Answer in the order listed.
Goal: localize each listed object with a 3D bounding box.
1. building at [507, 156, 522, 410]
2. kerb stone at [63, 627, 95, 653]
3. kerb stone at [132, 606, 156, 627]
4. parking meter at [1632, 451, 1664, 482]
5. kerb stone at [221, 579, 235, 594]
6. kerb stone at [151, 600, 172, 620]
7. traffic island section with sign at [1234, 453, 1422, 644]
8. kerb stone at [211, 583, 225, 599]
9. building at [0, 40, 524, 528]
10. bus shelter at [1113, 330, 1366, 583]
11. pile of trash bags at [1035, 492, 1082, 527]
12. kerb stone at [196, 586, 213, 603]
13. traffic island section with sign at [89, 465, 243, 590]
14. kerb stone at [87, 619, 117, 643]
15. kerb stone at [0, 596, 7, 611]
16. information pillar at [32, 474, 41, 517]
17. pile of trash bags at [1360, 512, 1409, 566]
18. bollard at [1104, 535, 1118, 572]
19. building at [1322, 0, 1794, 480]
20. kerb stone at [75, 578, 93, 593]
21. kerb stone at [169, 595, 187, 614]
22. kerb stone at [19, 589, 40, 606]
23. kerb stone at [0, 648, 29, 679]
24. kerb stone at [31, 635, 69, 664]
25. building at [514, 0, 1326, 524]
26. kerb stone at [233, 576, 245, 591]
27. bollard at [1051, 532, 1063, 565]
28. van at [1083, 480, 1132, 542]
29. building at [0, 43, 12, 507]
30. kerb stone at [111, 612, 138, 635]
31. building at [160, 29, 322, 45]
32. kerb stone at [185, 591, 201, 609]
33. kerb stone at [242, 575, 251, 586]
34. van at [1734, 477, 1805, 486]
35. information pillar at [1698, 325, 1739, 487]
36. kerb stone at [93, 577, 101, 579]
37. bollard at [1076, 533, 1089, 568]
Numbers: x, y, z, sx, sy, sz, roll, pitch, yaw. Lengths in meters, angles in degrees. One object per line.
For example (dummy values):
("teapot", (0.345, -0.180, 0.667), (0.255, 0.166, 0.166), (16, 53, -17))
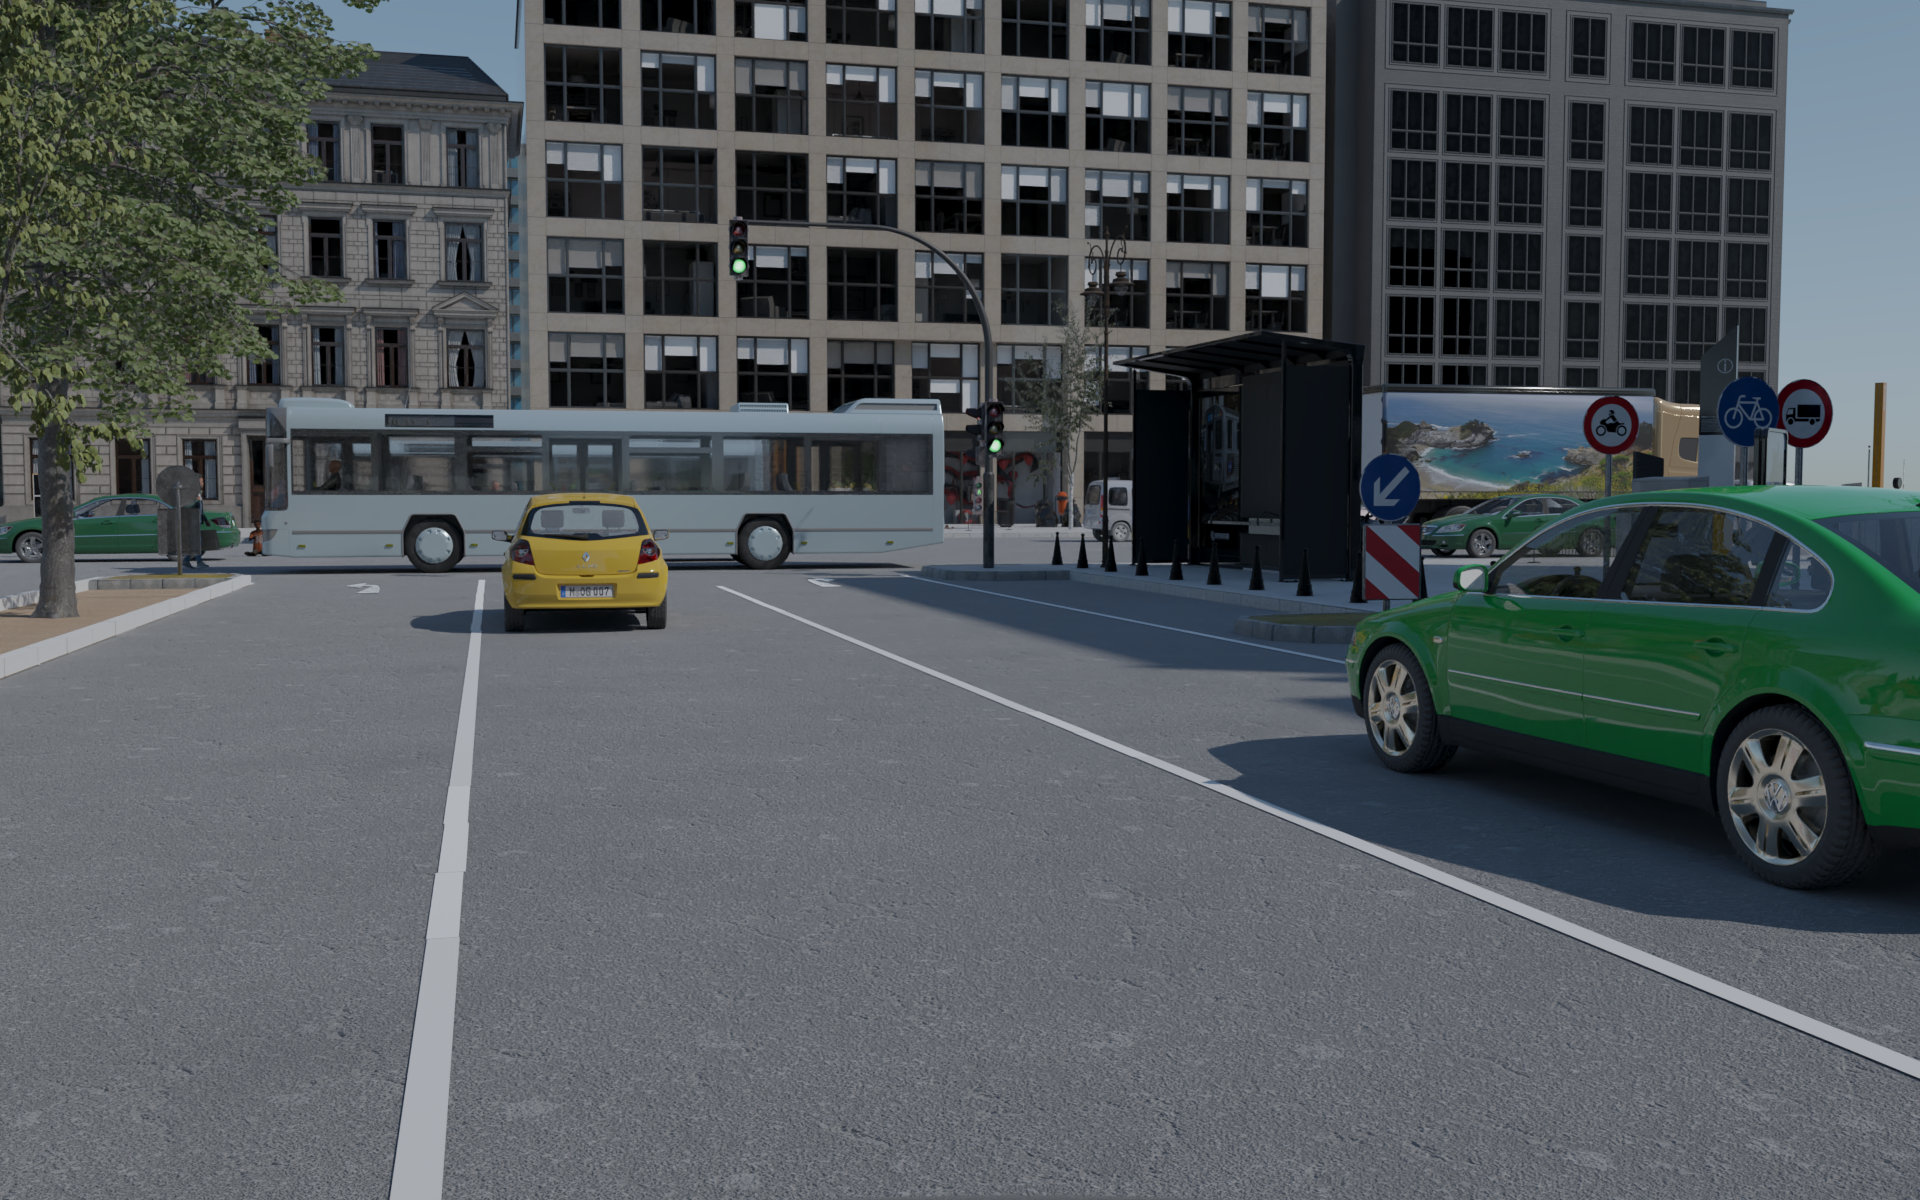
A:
("building", (-66.787, -37.436, 231.679), (30.456, 49.044, 23.786), (-1, 4, -15))
("kerb stone", (-8.178, 0.382, 15.973), (0.120, 0.150, 1.000), (-1, 4, -15))
("kerb stone", (-8.987, 0.198, 18.953), (0.120, 0.150, 1.000), (-1, 4, -15))
("parking meter", (9.438, -1.103, 23.750), (0.399, 1.863, 0.255), (0, 4, 8))
("kerb stone", (-10.599, -0.165, 24.898), (0.120, 0.150, 1.000), (-1, 4, -15))
("kerb stone", (-9.255, 0.138, 19.943), (0.120, 0.150, 1.000), (-1, 4, -15))
("traffic island section with sign", (3.884, -0.546, 17.558), (1.989, 1.847, 2.006), (-1, 4, -15))
("kerb stone", (-10.329, -0.105, 23.909), (0.120, 0.150, 1.000), (-1, 4, -15))
("building", (-27.360, -12.514, 69.238), (19.286, 19.102, 10.561), (-1, 4, -15))
("bus shelter", (4.349, -2.253, 28.127), (1.731, 3.624, 6.357), (-1, 4, -15))
("pile of trash bags", (3.914, -3.570, 68.119), (1.912, 1.369, 3.447), (0, 4, 6))
("kerb stone", (-10.067, -0.044, 22.917), (0.120, 0.150, 1.000), (-1, 4, -15))
("traffic island section with sign", (-12.221, -1.144, 26.849), (2.006, 1.907, 1.989), (-1, 4, -15))
("kerb stone", (-8.452, 0.323, 16.968), (0.120, 0.150, 1.000), (-1, 4, -15))
("kerb stone", (-11.815, 0.051, 21.358), (0.120, 0.150, 1.000), (-1, 4, -15))
("information pillar", (-33.125, -3.531, 62.224), (0.304, 2.012, 0.304), (-2, 4, -28))
("pile of trash bags", (6.270, -1.229, 29.843), (1.912, 1.369, 3.447), (-2, 4, -34))
("bollard", (2.493, -0.767, 28.587), (0.229, 0.601, 0.229), (0, 3, 0))
("building", (26.810, -17.895, 86.088), (24.014, 27.812, 14.314), (-1, 4, -15))
("kerb stone", (-12.890, -0.191, 25.317), (0.120, 0.150, 1.000), (-1, 4, -15))
("kerb stone", (-9.524, 0.077, 20.938), (0.120, 0.150, 1.000), (-1, 4, -15))
("kerb stone", (-12.074, -0.009, 22.350), (0.120, 0.150, 1.000), (-1, 4, -15))
("kerb stone", (-7.641, 0.502, 13.984), (0.120, 0.150, 1.000), (-1, 4, -15))
("kerb stone", (-7.909, 0.442, 14.974), (0.120, 0.150, 1.000), (-1, 4, -15))
("building", (-2.925, -16.909, 80.980), (34.151, 26.468, 19.350), (-1, 4, -15))
("kerb stone", (-10.865, -0.222, 25.895), (0.120, 0.150, 1.000), (-1, 4, -15))
("bollard", (1.760, -0.934, 31.314), (0.229, 0.601, 0.229), (0, 3, 0))
("van", (5.850, -2.789, 52.610), (4.112, 2.044, 2.013), (-1, 4, -16))
("building", (-49.197, -16.358, 64.720), (25.104, 27.353, 12.463), (-1, 4, -15))
("kerb stone", (-8.714, 0.259, 17.964), (0.120, 0.150, 1.000), (-1, 4, -15))
("building", (-94.648, -41.547, 221.298), (28.212, 58.520, 21.231), (-1, 4, -15))
("kerb stone", (-9.789, 0.020, 21.929), (0.120, 0.150, 1.000), (-1, 4, -15))
("kerb stone", (-11.136, -0.287, 26.884), (0.120, 0.150, 1.000), (-1, 4, -15))
("van", (24.139, -2.665, 50.581), (4.112, 2.044, 2.013), (-1, 4, -16))
("information pillar", (10.634, -2.015, 24.304), (0.504, 3.616, 0.183), (2, 4, 34))
("kerb stone", (-13.154, -0.252, 26.308), (0.120, 0.150, 1.000), (-1, 4, -15))
("bollard", (2.123, -0.851, 29.954), (0.229, 0.601, 0.229), (0, 3, 0))
